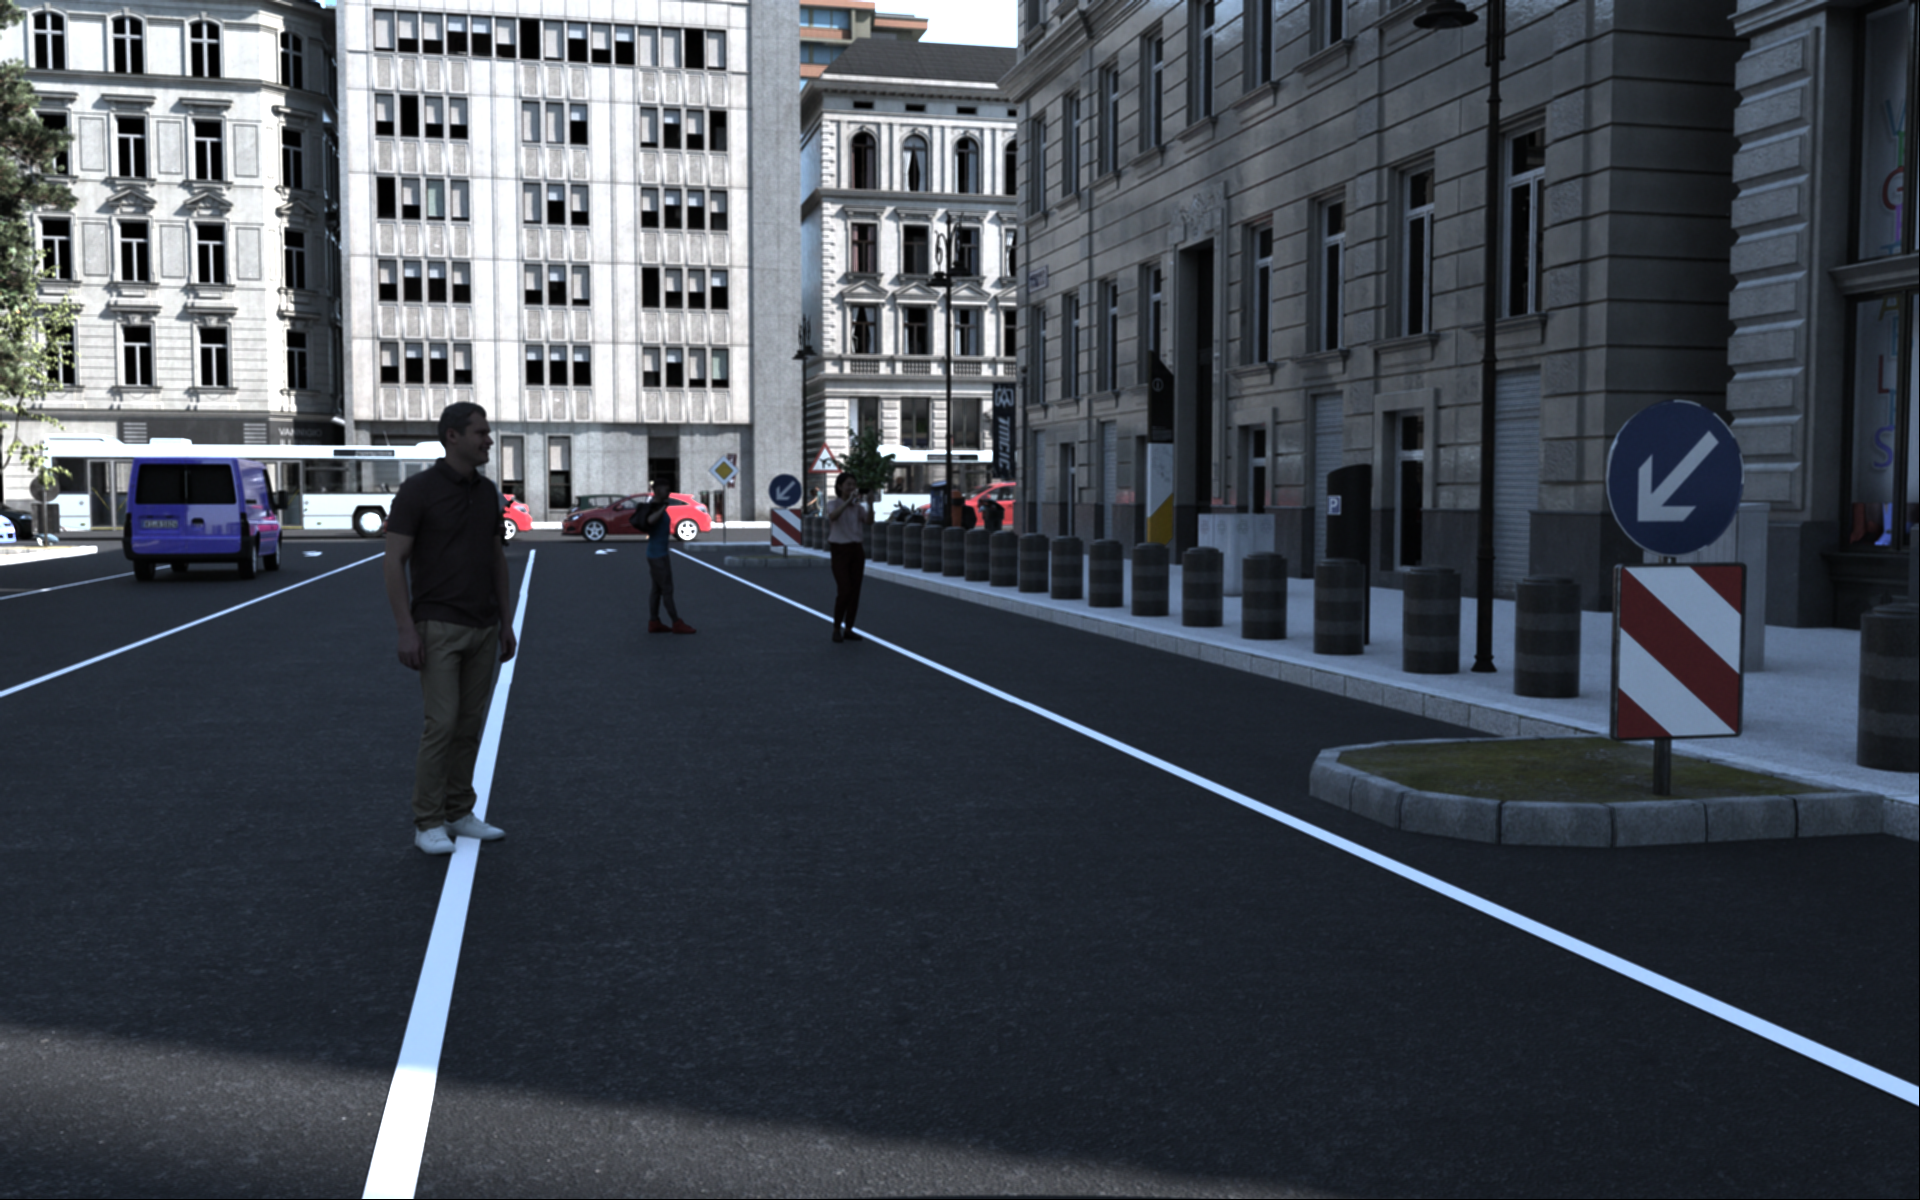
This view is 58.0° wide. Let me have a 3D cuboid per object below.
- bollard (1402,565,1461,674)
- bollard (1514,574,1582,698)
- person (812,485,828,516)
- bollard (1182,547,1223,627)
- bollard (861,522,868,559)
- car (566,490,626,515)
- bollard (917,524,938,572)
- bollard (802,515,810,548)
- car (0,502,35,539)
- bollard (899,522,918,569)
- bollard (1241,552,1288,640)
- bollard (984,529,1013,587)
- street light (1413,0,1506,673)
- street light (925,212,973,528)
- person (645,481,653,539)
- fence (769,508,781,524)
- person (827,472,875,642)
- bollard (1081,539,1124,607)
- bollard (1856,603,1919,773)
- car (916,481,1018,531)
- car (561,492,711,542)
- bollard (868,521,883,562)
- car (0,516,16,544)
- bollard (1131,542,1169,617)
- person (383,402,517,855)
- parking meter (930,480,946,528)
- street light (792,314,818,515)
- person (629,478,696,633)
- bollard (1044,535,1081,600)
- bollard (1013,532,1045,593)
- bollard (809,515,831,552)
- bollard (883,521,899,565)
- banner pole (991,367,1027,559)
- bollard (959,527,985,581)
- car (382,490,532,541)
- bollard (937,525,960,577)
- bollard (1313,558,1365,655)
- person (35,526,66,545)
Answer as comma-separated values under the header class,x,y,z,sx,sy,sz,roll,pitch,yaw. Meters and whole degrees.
class,x,y,z,sx,sy,sz,roll,pitch,yaw
bollard,3.403,0.136,12.495,0.404,0.777,0.398,0,3,0
bollard,3.748,0.225,11.044,0.404,0.777,0.398,0,3,0
person,-5.849,-3.838,71.242,0.713,1.824,0.794,2,4,27
bollard,2.361,-0.131,16.852,0.404,0.777,0.398,0,3,0
bollard,-1.820,-1.198,34.308,0.404,0.777,0.398,0,3,0
car,-13.314,-3.554,67.893,4.222,1.686,2.009,-1,4,-12
bollard,-0.424,-0.843,28.501,0.404,0.777,0.398,0,3,0
bollard,-3.559,-1.644,41.591,0.404,0.777,0.398,0,3,0
car,-30.908,-2.725,54.342,4.222,1.686,2.009,-1,4,-12
bollard,-0.777,-0.932,29.957,0.404,0.777,0.398,0,3,0
bollard,2.707,-0.042,15.400,0.404,0.777,0.398,0,3,0
bollard,0.615,-0.577,24.143,0.404,0.777,0.398,0,3,0
street light,3.788,-2.419,12.345,0.468,5.910,1.993,-1,4,-13
street light,-0.187,-3.422,28.730,0.468,5.910,1.993,-1,4,-13
person,-9.766,-2.860,55.134,0.514,1.842,0.818,3,4,38
fence,-8.046,-3.736,76.451,0.278,0.683,2.069,1,4,14
person,-1.056,-0.425,16.910,0.517,1.644,0.566,0,4,7
bollard,1.667,-0.308,19.756,0.404,0.777,0.398,0,3,0
bollard,4.443,0.403,8.131,0.404,0.777,0.398,0,3,0
car,1.227,-2.654,52.062,5.304,1.827,2.281,-1,4,-14
car,-9.842,-2.671,52.709,4.494,1.783,2.155,-1,4,-15
bollard,-1.472,-1.110,32.858,0.404,0.777,0.398,0,3,0
car,-26.254,-2.120,44.256,3.694,1.707,1.945,-1,4,-14
bollard,2.012,-0.219,18.305,0.404,0.777,0.398,0,3,0
person,-2.057,0.094,7.097,0.434,1.807,0.598,3,5,42
parking meter,-0.340,-1.375,30.894,0.372,1.533,0.369,0,3,0
street light,-3.996,-4.394,44.637,0.468,5.910,1.993,-1,4,-13
person,-3.065,-0.457,17.836,0.662,1.594,0.647,-1,4,-13
bollard,1.311,-0.398,21.227,0.404,0.777,0.398,0,3,0
bollard,0.967,-0.487,22.678,0.404,0.777,0.398,0,3,0
bollard,-3.210,-1.554,40.131,0.404,0.777,0.398,0,3,0
bollard,-1.121,-1.021,31.408,0.404,0.777,0.398,0,3,0
banner pole,1.033,-2.702,34.201,0.863,3.779,0.401,0,4,4
bollard,0.270,-0.665,25.594,0.404,0.777,0.398,0,3,0
car,-15.582,-2.733,53.727,4.494,1.783,2.155,-1,4,-14
bollard,-0.078,-0.754,27.051,0.404,0.777,0.398,0,3,0
bollard,3.054,0.047,13.950,0.404,0.777,0.398,0,3,0
person,-25.776,-2.137,48.936,0.738,1.151,1.012,-3,5,-40
